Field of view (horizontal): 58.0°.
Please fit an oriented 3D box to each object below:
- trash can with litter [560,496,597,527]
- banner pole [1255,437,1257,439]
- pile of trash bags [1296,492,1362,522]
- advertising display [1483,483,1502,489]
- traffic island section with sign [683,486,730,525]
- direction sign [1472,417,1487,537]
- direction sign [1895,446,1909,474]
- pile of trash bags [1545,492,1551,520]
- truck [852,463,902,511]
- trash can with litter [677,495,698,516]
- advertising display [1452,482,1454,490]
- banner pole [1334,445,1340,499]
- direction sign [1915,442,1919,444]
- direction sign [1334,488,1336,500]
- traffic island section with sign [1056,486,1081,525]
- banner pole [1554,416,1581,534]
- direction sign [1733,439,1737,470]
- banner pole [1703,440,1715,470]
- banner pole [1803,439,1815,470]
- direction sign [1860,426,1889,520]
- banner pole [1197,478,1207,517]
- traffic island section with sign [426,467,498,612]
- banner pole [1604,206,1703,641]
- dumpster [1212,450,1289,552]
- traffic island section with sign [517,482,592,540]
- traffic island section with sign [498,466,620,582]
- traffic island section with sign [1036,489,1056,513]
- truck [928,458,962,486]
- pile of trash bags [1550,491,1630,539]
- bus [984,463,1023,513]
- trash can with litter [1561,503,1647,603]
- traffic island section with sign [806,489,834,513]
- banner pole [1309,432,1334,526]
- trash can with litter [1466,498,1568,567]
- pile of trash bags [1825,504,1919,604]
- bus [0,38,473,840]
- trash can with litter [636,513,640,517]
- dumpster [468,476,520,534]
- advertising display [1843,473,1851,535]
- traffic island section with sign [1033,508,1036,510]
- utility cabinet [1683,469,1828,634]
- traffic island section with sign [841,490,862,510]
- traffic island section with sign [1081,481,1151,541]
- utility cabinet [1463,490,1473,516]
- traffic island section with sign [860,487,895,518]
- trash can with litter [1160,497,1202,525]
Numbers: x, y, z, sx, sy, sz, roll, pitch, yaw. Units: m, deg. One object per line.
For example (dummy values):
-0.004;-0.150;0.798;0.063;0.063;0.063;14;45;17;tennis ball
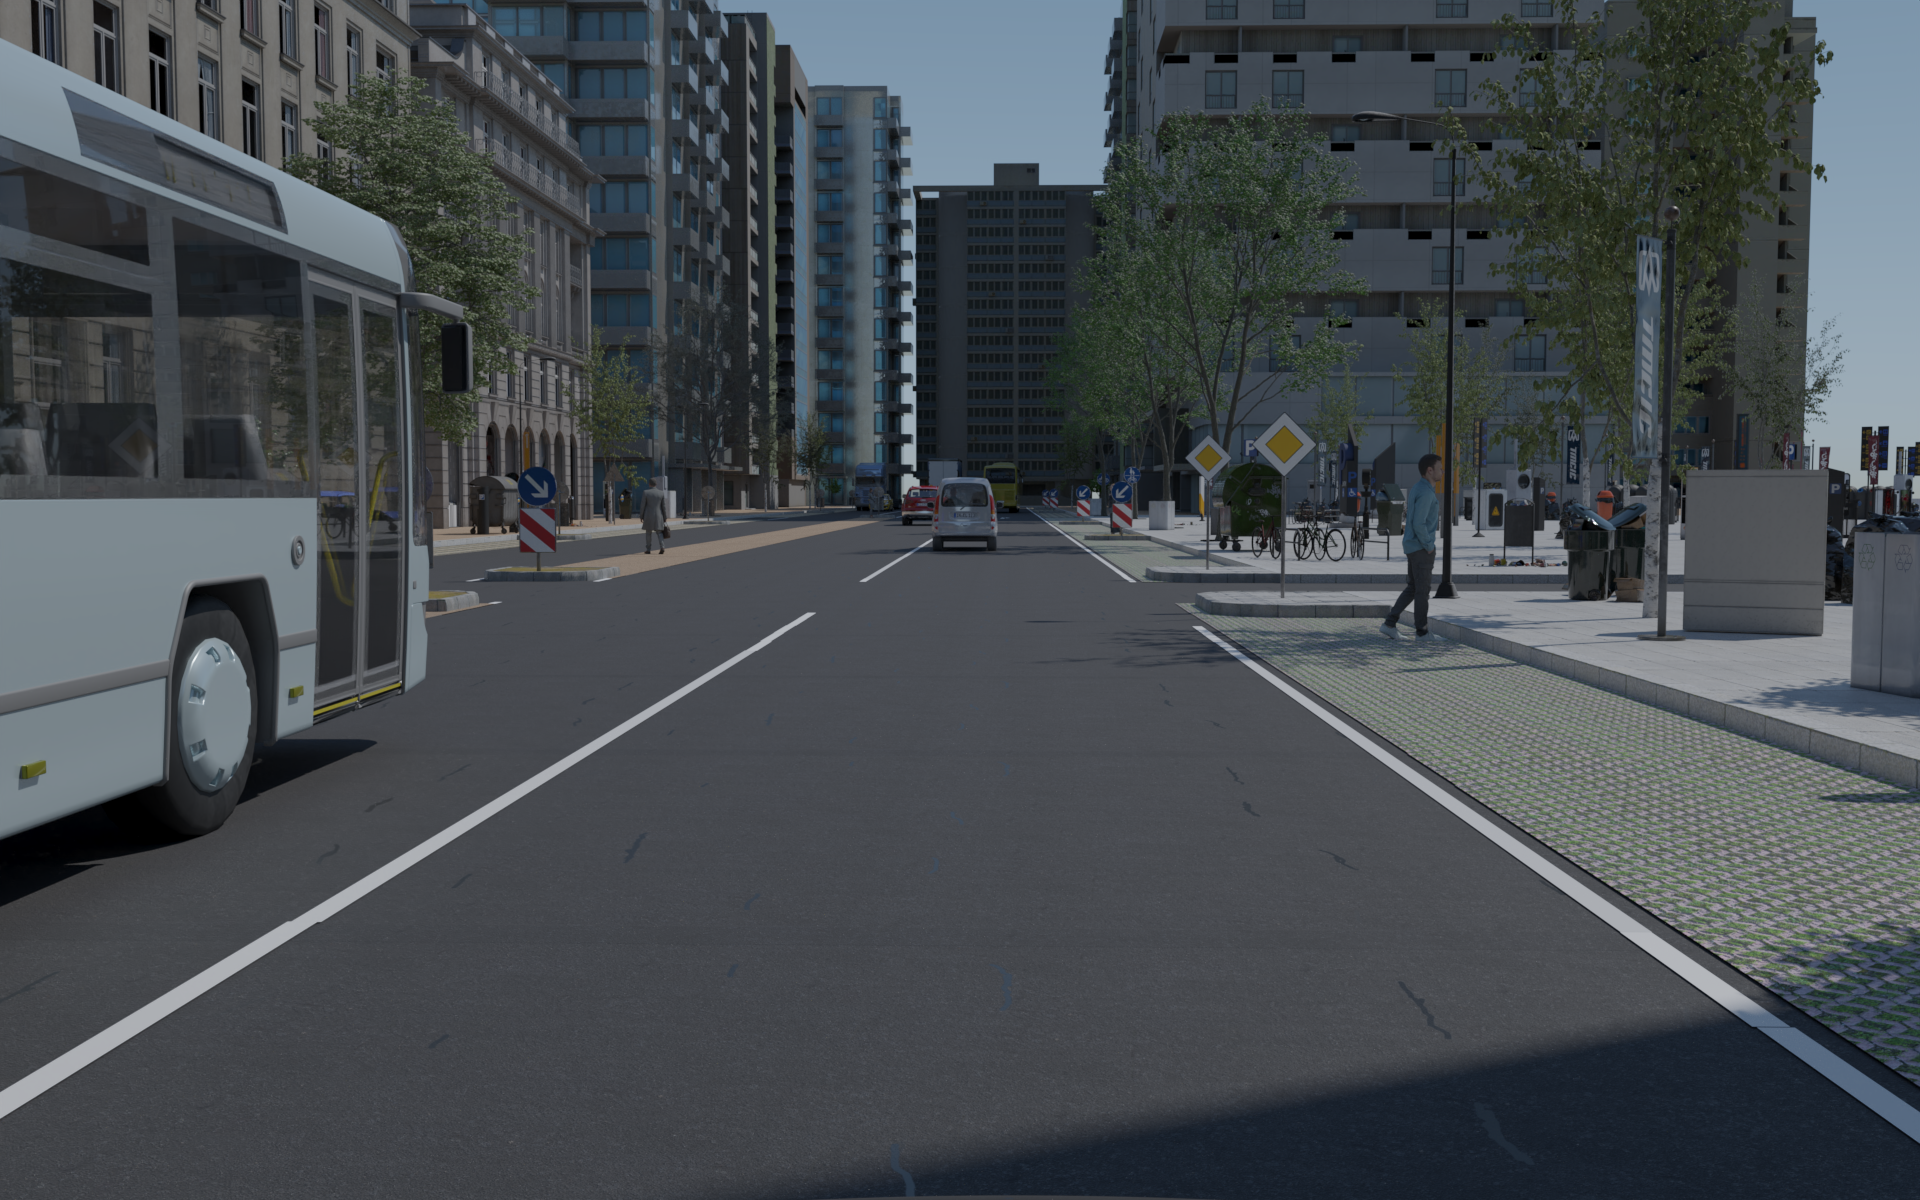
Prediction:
-15.415;-3.537;68.891;1.678;1.210;2.233;-1;4;-20;trash can with litter
12.888;-5.254;75.917;0.401;3.779;0.863;-1;4;-8;banner pole
17.258;-4.325;80.460;1.912;1.369;3.447;-3;4;-36;pile of trash bags
29.754;-5.603;96.827;0.974;1.923;0.123;2;4;23;advertising display
-11.928;-4.480;81.883;1.989;1.847;2.006;0;4;2;traffic island section with sign
15.444;-3.638;51.483;0.379;3.537;0.876;3;5;41;direction sign
44.916;-5.526;82.339;0.876;3.537;0.379;0;4;3;direction sign
29.436;-4.631;85.461;1.912;1.369;3.447;0;4;7;pile of trash bags
-7.164;-10.041;153.926;2.967;4.110;18.799;0;4;3;truck
-16.353;-5.651;103.458;1.678;1.210;2.233;-1;4;-9;trash can with litter
25.699;-5.222;90.588;0.123;1.923;0.974;1;4;21;advertising display
19.197;-6.023;88.499;0.401;3.779;0.863;-2;4;-28;banner pole
41.518;-5.056;74.655;0.379;3.537;0.876;-1;4;-22;direction sign
20.081;-6.160;92.720;0.379;3.537;0.876;0;4;4;direction sign
5.634;-4.430;81.050;1.989;1.847;2.006;0;4;2;traffic island section with sign
19.580;-4.019;55.733;0.863;3.779;0.401;-1;4;-10;banner pole
32.277;-4.905;72.197;0.379;3.537;0.876;1;4;19;direction sign
34.455;-5.491;79.799;0.401;3.779;0.863;-2;4;-30;banner pole
38.737;-5.446;79.060;0.863;3.779;0.401;-2;4;-25;banner pole
30.521;-4.028;57.852;0.379;3.537;0.876;-3;4;-39;direction sign
13.686;-6.564;97.335;0.863;3.779;0.401;-2;4;-35;banner pole
-7.184;-0.842;21.900;2.006;1.907;1.989;0;4;2;traffic island section with sign
6.016;-1.528;15.006;0.863;3.779;0.401;-3;5;-42;banner pole
6.565;-2.242;39.156;1.502;2.255;1.985;0;4;1;dumpster
-12.680;-2.800;54.415;1.989;1.847;2.006;0;4;2;traffic island section with sign
-6.974;-1.295;29.304;2.006;1.907;1.989;0;4;2;traffic island section with sign
6.978;-7.488;131.059;1.989;1.847;2.006;0;4;2;traffic island section with sign
-1.125;-9.338;141.583;2.839;4.237;11.283;0;4;2;truck
17.789;-2.360;48.333;1.912;1.369;3.447;1;4;11;pile of trash bags
3.349;-8.750;134.611;2.896;3.916;12.252;0;4;3;bus
7.831;-0.580;20.862;1.055;1.170;0.624;3;5;39;trash can with litter
-10.584;-7.526;131.685;1.989;1.847;2.006;0;4;2;traffic island section with sign
14.508;-4.888;69.944;0.863;3.779;0.401;-2;4;-31;banner pole
10.257;-1.198;30.650;2.233;1.210;1.678;2;4;34;trash can with litter
11.877;-0.669;20.698;3.447;1.369;1.912;0;4;3;pile of trash bags
-4.357;-0.585;4.417;2.948;3.499;13.247;0;3;0;bus
-17.166;-5.150;95.253;1.678;1.210;2.233;-3;5;-42;trash can with litter
-15.030;-3.066;55.889;1.264;1.857;1.865;0;4;2;dumpster
26.612;-2.915;52.869;0.974;1.923;0.123;2;4;26;advertising display
7.703;-9.136;158.004;1.989;1.847;2.006;0;4;2;traffic island section with sign
7.323;-0.445;15.960;1.173;1.500;0.318;2;4;27;utility cabinet
-9.840;-9.210;159.204;1.989;1.847;2.006;0;4;2;traffic island section with sign
4.887;-2.771;53.931;1.989;1.847;2.006;0;4;2;traffic island section with sign
29.855;-5.649;101.040;0.318;1.500;1.173;-1;4;-21;utility cabinet
-4.948;-5.889;104.416;2.006;1.907;1.989;0;4;2;traffic island section with sign
8.875;-3.674;71.135;2.233;1.210;1.678;0;4;-3;trash can with litter
